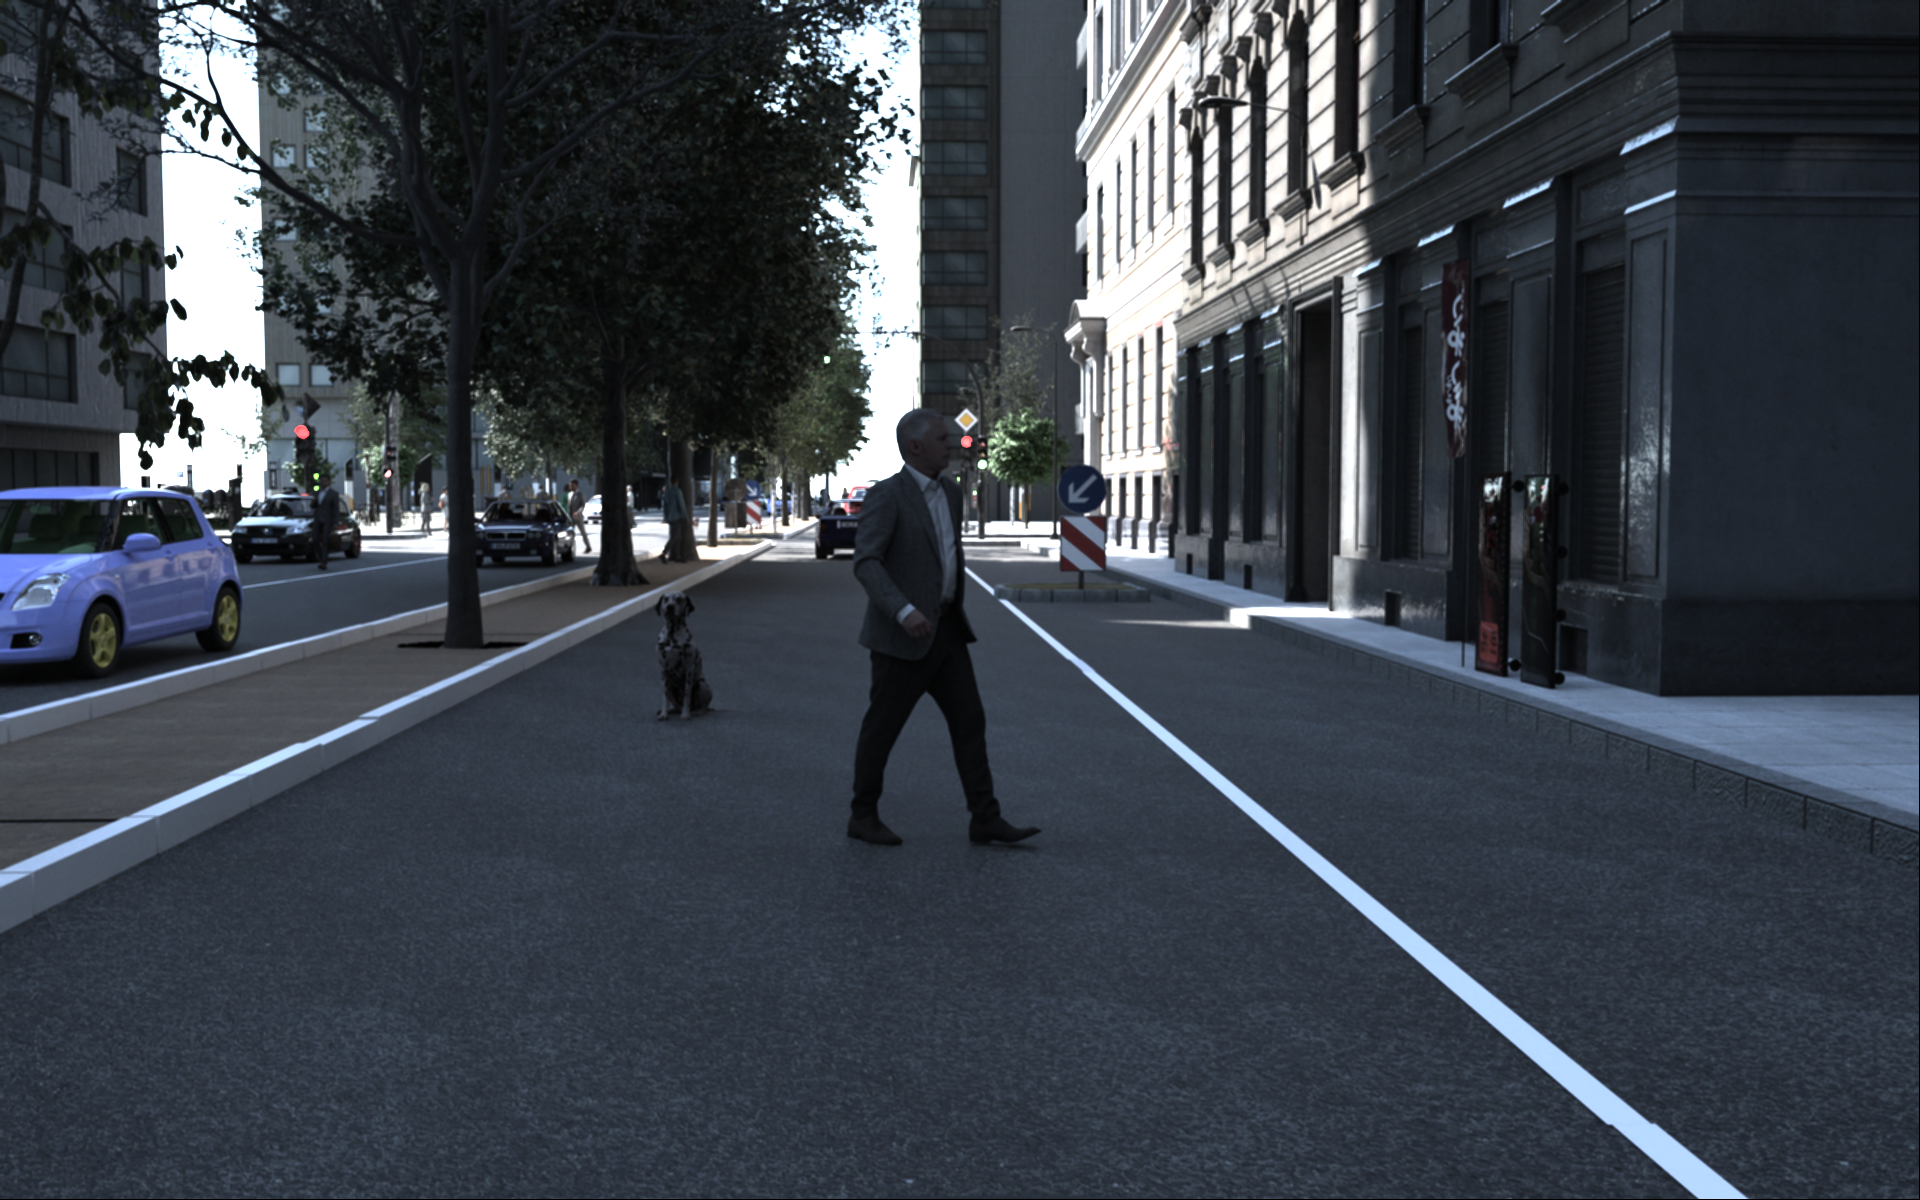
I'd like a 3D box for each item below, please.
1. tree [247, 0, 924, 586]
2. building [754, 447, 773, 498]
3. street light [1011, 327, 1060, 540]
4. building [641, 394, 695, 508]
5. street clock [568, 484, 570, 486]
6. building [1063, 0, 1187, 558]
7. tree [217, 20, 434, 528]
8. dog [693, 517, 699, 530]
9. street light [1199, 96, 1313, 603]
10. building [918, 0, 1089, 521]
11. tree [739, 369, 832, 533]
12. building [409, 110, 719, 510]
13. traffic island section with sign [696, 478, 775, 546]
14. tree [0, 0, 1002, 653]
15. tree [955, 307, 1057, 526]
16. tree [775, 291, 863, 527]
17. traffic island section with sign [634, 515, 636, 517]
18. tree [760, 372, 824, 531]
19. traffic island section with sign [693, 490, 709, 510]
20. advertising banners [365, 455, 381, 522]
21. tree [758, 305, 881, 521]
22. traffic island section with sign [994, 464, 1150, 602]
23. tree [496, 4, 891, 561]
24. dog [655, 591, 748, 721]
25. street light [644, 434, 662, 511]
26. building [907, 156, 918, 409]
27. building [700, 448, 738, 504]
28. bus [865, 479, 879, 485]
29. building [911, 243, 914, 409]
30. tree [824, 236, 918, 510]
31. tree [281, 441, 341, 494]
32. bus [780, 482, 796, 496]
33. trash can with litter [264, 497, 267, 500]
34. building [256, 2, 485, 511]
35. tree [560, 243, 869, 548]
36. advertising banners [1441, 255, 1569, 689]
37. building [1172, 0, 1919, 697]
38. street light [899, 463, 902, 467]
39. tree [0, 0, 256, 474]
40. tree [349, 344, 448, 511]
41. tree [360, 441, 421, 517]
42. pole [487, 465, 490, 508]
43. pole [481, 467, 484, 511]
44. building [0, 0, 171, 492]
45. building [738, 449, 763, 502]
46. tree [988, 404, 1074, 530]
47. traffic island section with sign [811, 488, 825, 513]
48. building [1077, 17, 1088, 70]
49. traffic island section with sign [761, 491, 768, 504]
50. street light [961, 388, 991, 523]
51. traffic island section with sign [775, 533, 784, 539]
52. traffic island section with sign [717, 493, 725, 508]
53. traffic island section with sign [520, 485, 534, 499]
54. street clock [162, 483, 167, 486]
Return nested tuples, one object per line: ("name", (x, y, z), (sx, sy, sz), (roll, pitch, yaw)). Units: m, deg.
("tree", (-5.393, -6.563, 26.766), (9.611, 12.733, 9.660), (0, 3, 0))
("building", (-37.675, -36.557, 281.305), (14.154, 41.232, 14.086), (0, 4, -3))
("street light", (2.116, -4.631, 48.259), (1.470, 5.913, 1.316), (0, 4, -3))
("building", (-33.243, -24.065, 165.159), (14.160, 30.474, 14.107), (0, 4, -3))
("street clock", (-28.816, -7.545, 127.935), (0.358, 2.002, 0.471), (1, 4, 10))
("building", (10.156, -15.451, 38.534), (13.634, 28.700, 20.117), (0, 4, -3))
("tree", (-22.144, -12.886, 66.572), (12.611, 20.169, 13.585), (0, 3, 0))
("dog", (-10.632, -3.067, 69.432), (0.540, 0.507, 0.406), (1, 4, 14))
("street light", (3.487, -2.929, 20.431), (1.470, 5.913, 1.316), (0, 4, -3))
("building", (4.855, -19.308, 87.392), (14.160, 30.474, 14.107), (0, 4, -3))
("tree", (-6.629, -6.646, 61.477), (4.737, 8.622, 4.395), (0, 3, 0))
("building", (-40.531, -36.433, 184.913), (28.713, 52.752, 27.495), (0, 4, -3))
("traffic island section with sign", (-6.348, -2.475, 48.604), (2.006, 1.907, 1.989), (0, 4, -3))
("tree", (-4.661, -6.303, 15.874), (12.009, 13.543, 11.850), (0, 3, 0))
("tree", (2.024, -7.250, 68.900), (4.360, 8.622, 3.978), (0, 3, 0))
("tree", (-7.789, -9.030, 75.858), (9.928, 11.665, 9.643), (0, 3, 0))
("traffic island section with sign", (-20.826, -5.930, 105.582), (1.989, 1.847, 2.006), (0, 4, -3))
("tree", (-7.176, -6.945, 66.372), (4.360, 8.622, 3.978), (0, 3, 0))
("traffic island section with sign", (-23.241, -8.973, 155.341), (1.989, 1.847, 2.006), (0, 4, -3))
("advertising banners", (-26.905, -5.086, 79.348), (0.090, 3.025, 2.074), (0, 4, -2))
("tree", (-8.024, -10.370, 90.139), (7.486, 12.596, 7.792), (0, 3, 0))
("traffic island section with sign", (1.490, -0.935, 23.914), (1.989, 1.847, 2.006), (0, 4, -3))
("tree", (-5.910, -7.793, 36.530), (9.857, 13.997, 8.962), (0, 3, 0))
("dog", (-1.686, 0.344, 11.209), (0.800, 0.831, 0.513), (-3, 5, -43))
("street light", (-23.558, -9.802, 132.800), (1.470, 5.913, 1.316), (0, 4, -3))
("building", (6.673, -41.161, 262.217), (28.713, 52.752, 27.495), (0, 4, -3))
("building", (-40.343, -55.968, 227.753), (22.319, 86.520, 31.000), (0, 4, -3))
("bus", (-13.710, -17.351, 275.239), (2.896, 3.916, 12.252), (0, 4, -2))
("building", (-0.940, -36.679, 283.291), (14.154, 41.232, 14.086), (0, 4, -3))
("tree", (-8.447, -16.323, 125.225), (12.611, 20.169, 13.585), (0, 3, 0))
("tree", (-20.566, -3.705, 55.170), (1.663, 3.219, 1.824), (0, 3, 0))
("bus", (-22.828, -14.881, 238.158), (2.948, 3.499, 13.247), (0, 4, -1))
("trash can with litter", (-43.293, -5.922, 108.218), (0.624, 1.170, 1.055), (-3, 4, -37))
("building", (-39.605, -33.858, 142.822), (28.713, 52.752, 27.495), (0, 4, -3))
("tree", (-6.623, -6.646, 45.537), (8.767, 10.594, 7.601), (0, 4, -3))
("advertising banners", (3.792, -0.982, 12.241), (0.090, 3.025, 2.074), (0, 4, -6))
("building", (8.672, -10.415, 19.439), (9.793, 20.994, 18.267), (0, 4, -3))
("street light", (-8.471, -17.739, 262.579), (1.470, 5.913, 1.316), (0, 4, -3))
("tree", (-4.418, -3.323, 7.159), (4.360, 8.622, 3.978), (0, 3, 0))
("tree", (-40.157, -12.676, 125.372), (7.486, 12.596, 7.792), (0, 3, 0))
("tree", (-32.084, -6.976, 97.771), (4.285, 4.588, 4.351), (0, 3, 0))
("pole", (-33.461, -7.897, 122.965), (0.158, 3.312, 0.155), (0, 3, 0))
("pole", (-35.750, -8.303, 129.602), (0.158, 3.312, 0.155), (0, 3, 0))
("building", (-27.851, -16.487, 41.270), (14.107, 30.474, 14.160), (0, 4, -3))
("building", (-41.250, -36.989, 259.397), (22.147, 44.769, 28.867), (0, 4, -3))
("tree", (2.455, -4.855, 63.095), (4.285, 4.588, 4.351), (0, 3, 0))
("traffic island section with sign", (-10.358, -7.518, 131.053), (2.006, 1.907, 1.989), (0, 4, -3))
("building", (19.704, -27.322, 66.329), (30.456, 49.044, 23.786), (0, 4, -3))
("traffic island section with sign", (-27.269, -14.040, 238.173), (1.989, 1.847, 2.006), (0, 4, -3))
("street light", (0.683, -6.330, 76.032), (1.470, 5.913, 1.316), (0, 4, -3))
("traffic island section with sign", (-6.699, -2.928, 56.003), (2.006, 1.907, 1.989), (0, 4, -3))
("traffic island section with sign", (-24.565, -10.643, 182.648), (1.989, 1.847, 2.006), (0, 4, -3))
("traffic island section with sign", (-19.462, -4.225, 77.709), (1.989, 1.847, 2.006), (0, 4, -3))
("street clock", (-52.888, -6.764, 115.156), (0.358, 2.002, 0.471), (1, 4, 15))
